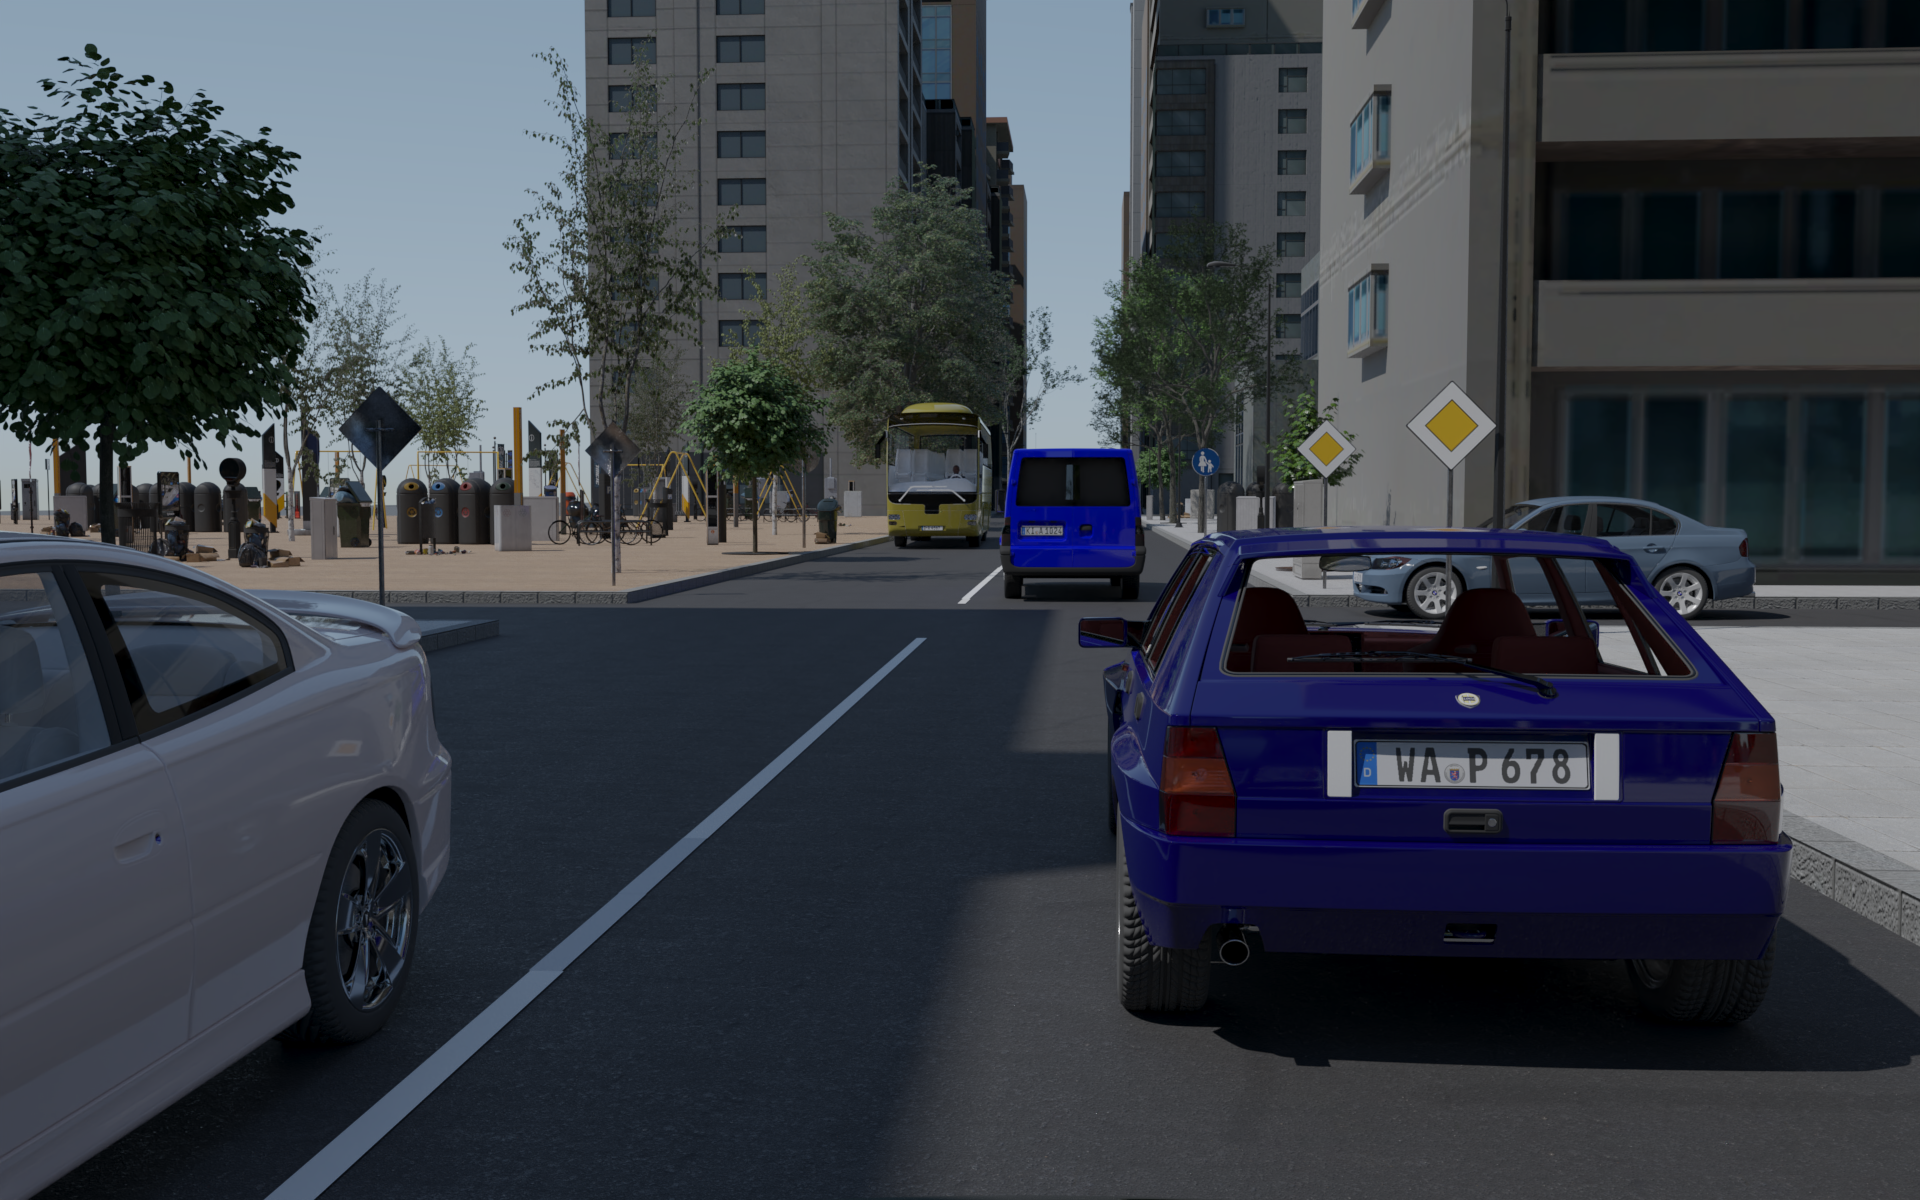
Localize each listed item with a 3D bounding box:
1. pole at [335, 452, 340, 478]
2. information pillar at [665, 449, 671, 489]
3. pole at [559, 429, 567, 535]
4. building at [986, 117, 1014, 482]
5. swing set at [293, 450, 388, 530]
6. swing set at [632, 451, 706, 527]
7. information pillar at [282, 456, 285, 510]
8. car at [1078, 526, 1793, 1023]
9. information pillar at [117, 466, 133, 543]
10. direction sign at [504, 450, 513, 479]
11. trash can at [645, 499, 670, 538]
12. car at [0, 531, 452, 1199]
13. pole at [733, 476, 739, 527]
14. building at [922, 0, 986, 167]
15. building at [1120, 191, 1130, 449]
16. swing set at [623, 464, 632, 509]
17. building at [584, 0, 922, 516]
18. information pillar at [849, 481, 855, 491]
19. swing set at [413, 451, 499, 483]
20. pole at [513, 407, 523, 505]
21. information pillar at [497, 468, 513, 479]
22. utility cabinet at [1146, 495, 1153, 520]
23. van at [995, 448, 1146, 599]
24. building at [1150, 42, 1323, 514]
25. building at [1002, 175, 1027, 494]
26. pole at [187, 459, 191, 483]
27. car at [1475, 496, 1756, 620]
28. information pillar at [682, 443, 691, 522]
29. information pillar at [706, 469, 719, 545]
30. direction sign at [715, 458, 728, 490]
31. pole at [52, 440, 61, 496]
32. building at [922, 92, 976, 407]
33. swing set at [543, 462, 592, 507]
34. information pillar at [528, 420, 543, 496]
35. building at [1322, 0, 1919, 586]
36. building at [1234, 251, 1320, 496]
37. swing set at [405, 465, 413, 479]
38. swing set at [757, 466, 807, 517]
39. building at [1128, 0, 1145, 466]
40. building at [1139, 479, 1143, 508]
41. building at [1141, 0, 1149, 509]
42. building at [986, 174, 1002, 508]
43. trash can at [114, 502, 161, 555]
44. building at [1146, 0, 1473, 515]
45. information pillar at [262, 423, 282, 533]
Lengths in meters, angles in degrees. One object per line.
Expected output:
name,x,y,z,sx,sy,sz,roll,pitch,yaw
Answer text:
pole,-29.307,-5.365,81.566,0.158,3.312,0.155,0,3,0
information pillar,-14.341,-5.733,85.081,0.183,3.616,0.504,1,4,12
pole,-12.496,-3.709,54.489,0.158,3.312,0.155,0,3,0
building,-5.166,-33.240,198.099,22.147,44.769,28.867,0,4,4
swing set,-22.258,-3.962,62.392,3.119,2.851,2.862,-1,4,-9
swing set,-10.474,-4.116,64.909,2.862,2.851,3.119,0,4,0
information pillar,-35.904,-6.115,91.340,0.504,3.616,0.183,0,4,-4
car,1.386,0.397,6.083,1.945,1.354,3.894,0,4,4
information pillar,-21.704,-2.480,45.033,0.304,2.012,0.304,-2,4,-35
direction sign,-23.344,-5.948,89.241,0.876,3.537,0.379,2,4,33
trash can,-8.833,-2.384,50.633,0.748,1.137,0.748,0,3,0
car,-2.566,0.553,3.313,2.083,1.381,4.827,0,4,5
pole,-8.692,-4.482,67.128,0.158,3.312,0.155,0,3,0
building,-5.150,-30.048,141.398,14.600,45.320,14.200,0,4,4
building,30.160,-36.611,248.700,14.600,45.320,14.200,0,4,4
swing set,-16.883,-5.736,91.407,3.119,2.851,2.862,1,4,8
building,-10.797,-41.033,109.141,20.563,71.187,20.611,0,4,4
information pillar,-6.027,-5.634,96.609,0.304,2.012,0.304,1,4,13
swing set,-18.235,-4.027,63.457,3.119,2.851,2.862,-1,4,-16
pole,-10.365,-2.863,40.660,0.158,3.312,0.155,0,3,0
information pillar,-12.946,-2.742,49.321,0.304,2.012,0.304,2,4,31
utility cabinet,9.431,-4.587,86.153,0.306,1.237,1.020,1,4,8
van,1.601,-1.284,25.381,2.240,2.365,5.245,0,4,2
building,19.680,-20.986,114.820,14.160,30.474,14.107,0,4,4
building,2.317,-36.339,244.248,14.600,45.320,14.200,0,4,4
pole,-42.584,-6.232,95.733,0.158,3.312,0.155,0,3,0
car,6.938,-0.518,20.466,4.499,1.417,2.014,0,4,2
information pillar,-12.495,-5.358,78.959,0.183,3.616,0.504,-3,5,-42
information pillar,-6.236,-2.391,43.585,0.304,2.012,0.304,-1,4,-11
direction sign,-13.179,-6.319,95.319,0.876,3.537,0.379,0,4,5
pole,-31.807,-4.107,60.999,0.158,3.312,0.155,0,3,0
building,-6.249,-21.757,127.428,14.160,30.474,14.107,0,4,4
swing set,-19.224,-5.298,84.249,2.862,2.851,3.119,0,4,-6
information pillar,-13.464,-3.885,54.880,0.504,3.616,0.183,2,4,25
building,18.093,-24.972,31.991,21.600,48.544,21.300,0,4,4
building,24.860,-46.632,75.110,22.319,86.520,31.000,0,4,4
swing set,-28.185,-5.845,93.192,2.862,2.851,3.119,3,5,42
swing set,-10.038,-6.005,95.808,2.862,2.851,3.119,-1,4,-12
building,29.756,-40.030,196.493,21.231,58.520,28.212,0,4,4
building,24.118,-29.389,164.105,14.154,41.232,14.086,0,4,4
building,22.783,-30.570,149.923,14.600,45.320,14.200,0,4,4
building,-3.555,-23.498,155.901,14.160,30.474,14.107,0,4,4
trash can,-14.278,-1.127,30.080,0.748,1.137,0.748,0,3,0
building,25.392,-31.072,131.725,21.300,48.544,21.600,0,4,4
information pillar,-22.692,-4.011,56.932,0.183,3.616,0.504,2,4,29
